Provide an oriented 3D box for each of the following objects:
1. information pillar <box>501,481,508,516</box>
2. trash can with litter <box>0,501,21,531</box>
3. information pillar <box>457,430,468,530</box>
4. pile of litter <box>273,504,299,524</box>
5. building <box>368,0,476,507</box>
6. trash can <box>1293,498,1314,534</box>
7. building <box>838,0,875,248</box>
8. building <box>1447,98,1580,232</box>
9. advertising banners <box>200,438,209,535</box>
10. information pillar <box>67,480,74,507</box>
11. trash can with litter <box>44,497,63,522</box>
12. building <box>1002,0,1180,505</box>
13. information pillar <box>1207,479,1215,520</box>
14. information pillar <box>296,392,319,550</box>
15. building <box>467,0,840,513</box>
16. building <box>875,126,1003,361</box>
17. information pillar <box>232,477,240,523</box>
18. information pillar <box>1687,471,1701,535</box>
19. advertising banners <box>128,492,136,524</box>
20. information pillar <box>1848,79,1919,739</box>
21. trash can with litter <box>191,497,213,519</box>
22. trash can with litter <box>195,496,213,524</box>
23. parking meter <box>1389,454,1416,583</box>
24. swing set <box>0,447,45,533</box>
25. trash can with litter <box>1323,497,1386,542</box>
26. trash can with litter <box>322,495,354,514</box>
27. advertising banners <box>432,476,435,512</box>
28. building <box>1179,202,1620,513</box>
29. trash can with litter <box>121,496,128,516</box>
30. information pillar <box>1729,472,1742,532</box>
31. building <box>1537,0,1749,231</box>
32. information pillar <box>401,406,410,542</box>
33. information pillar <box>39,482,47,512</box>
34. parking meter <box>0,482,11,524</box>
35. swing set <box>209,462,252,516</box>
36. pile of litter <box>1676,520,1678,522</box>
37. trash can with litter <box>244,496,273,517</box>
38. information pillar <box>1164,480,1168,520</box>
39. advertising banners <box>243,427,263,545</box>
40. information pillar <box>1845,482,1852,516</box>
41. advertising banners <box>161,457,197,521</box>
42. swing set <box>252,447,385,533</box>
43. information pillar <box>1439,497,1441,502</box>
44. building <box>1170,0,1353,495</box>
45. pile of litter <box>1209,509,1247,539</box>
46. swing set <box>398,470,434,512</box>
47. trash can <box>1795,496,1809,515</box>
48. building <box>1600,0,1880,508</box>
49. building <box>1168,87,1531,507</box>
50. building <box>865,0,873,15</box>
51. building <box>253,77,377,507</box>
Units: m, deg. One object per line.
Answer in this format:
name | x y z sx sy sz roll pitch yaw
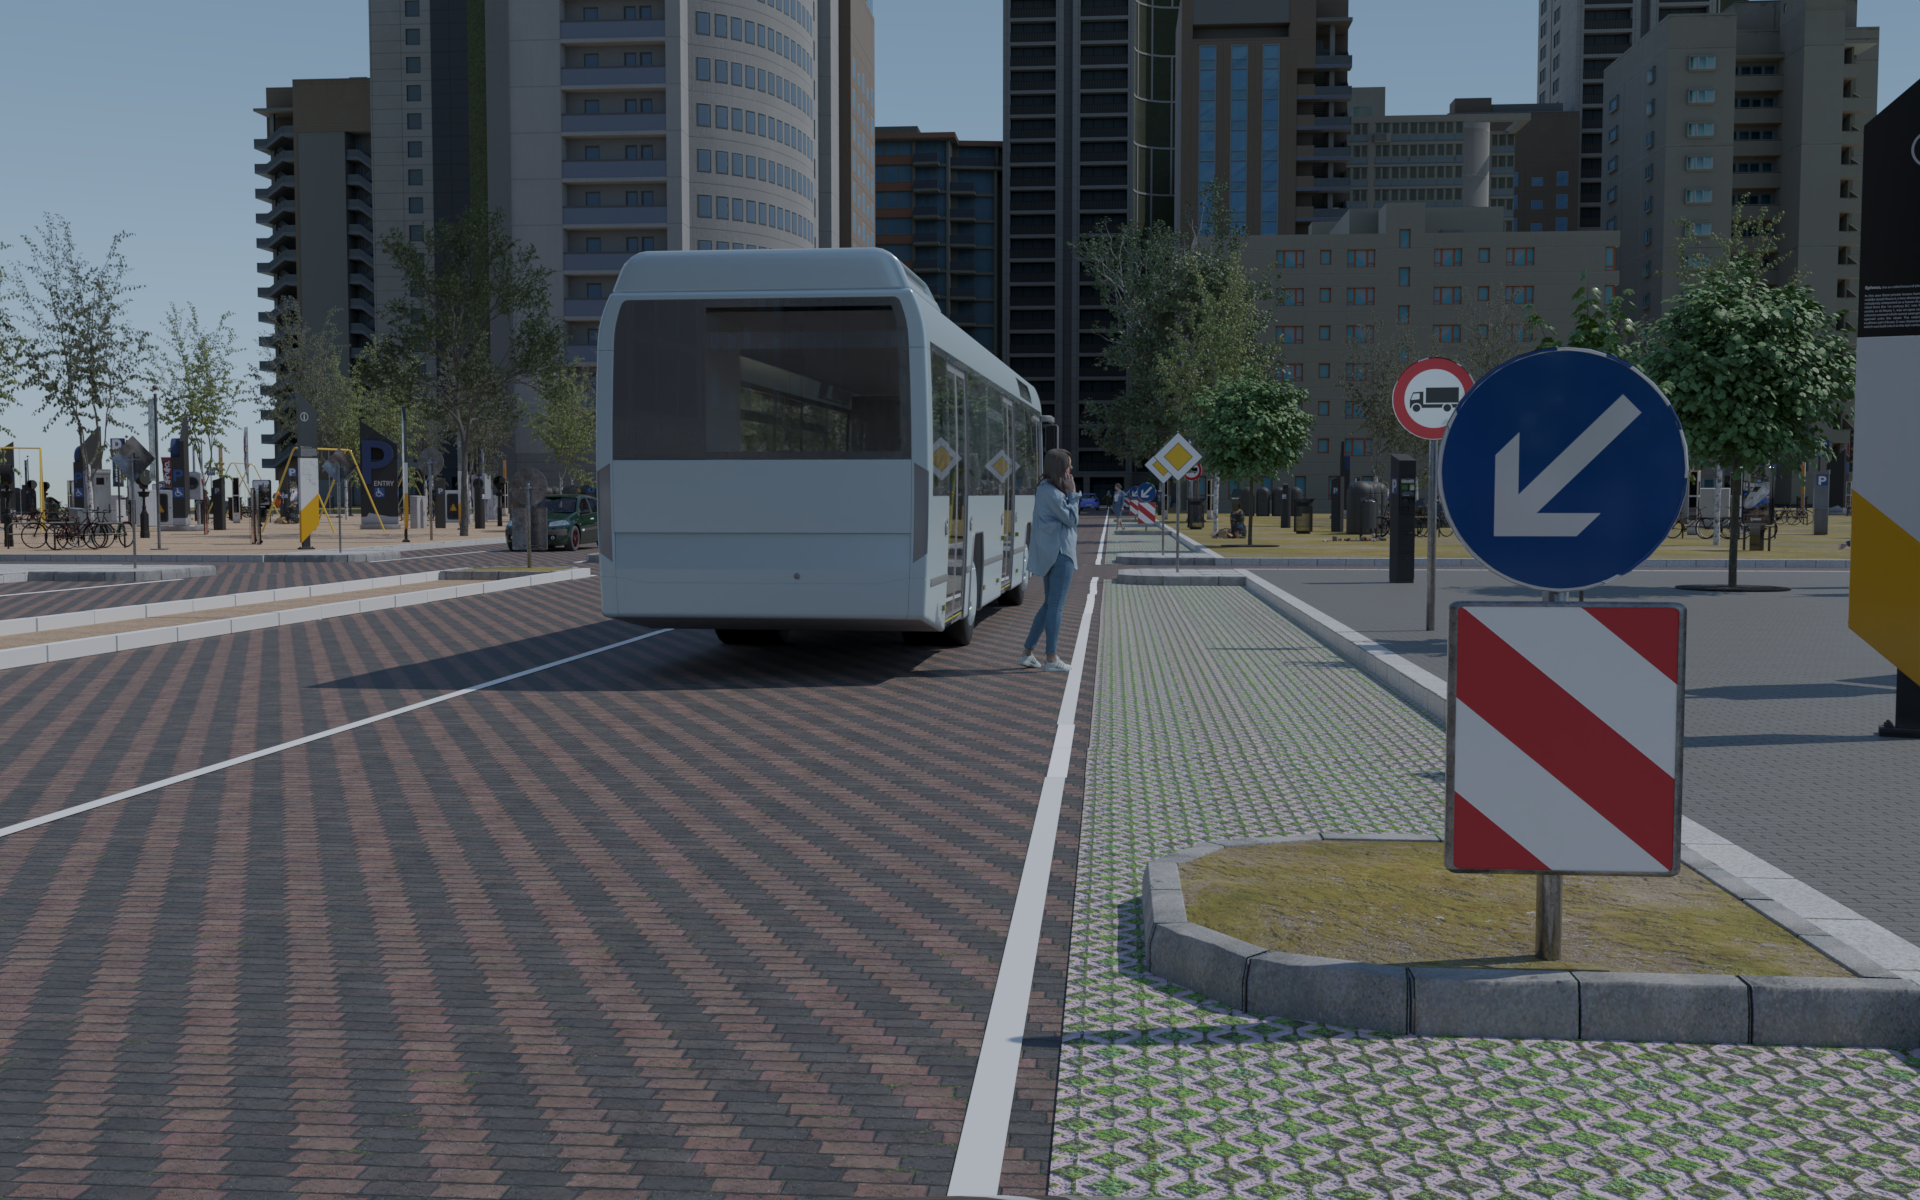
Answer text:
information pillar | -26.588 -5.906 101.063 0.304 2.012 0.304 1 4 15
trash can with litter | -34.311 -3.086 61.516 1.678 1.210 2.233 -2 4 -31
information pillar | -17.787 -4.317 61.934 0.504 3.616 0.183 3 4 39
pile of litter | -28.910 -3.682 74.171 1.176 0.858 1.719 0 4 6
building | -46.664 -45.313 179.119 20.611 71.187 20.563 0 4 5
trash can | 11.069 -2.702 55.833 0.748 1.137 0.748 0 3 0
building | -15.060 -30.461 148.141 14.600 45.320 14.200 0 4 5
building | 61.577 -33.564 198.884 14.200 45.320 14.600 0 4 5
advertising banners | -23.822 -3.572 54.592 0.090 3.025 2.074 -1 4 -19
information pillar | -46.782 -5.302 91.172 0.304 2.012 0.304 -3 5 -42
trash can with litter | -40.328 -4.030 77.283 0.624 1.170 1.055 1 4 19
building | 15.845 -46.913 205.287 20.611 71.187 20.563 0 4 5
information pillar | 12.616 -5.047 87.017 0.304 2.012 0.304 -3 4 -36
information pillar | -15.068 -2.975 40.001 0.183 3.616 0.504 2 4 35
building | -21.445 -35.783 127.048 21.231 58.520 28.212 0 4 5
building | -8.714 -33.921 209.237 28.867 44.769 22.147 0 4 5
information pillar | -31.797 -4.378 76.069 0.304 2.012 0.304 -1 4 -21
information pillar | 23.000 -3.045 54.283 0.304 2.012 0.304 2 4 35
advertising banners | -34.818 -4.711 73.217 0.090 3.025 2.074 -1 4 -9
information pillar | 4.981 -1.085 9.092 0.504 3.616 0.183 2 4 26
trash can with litter | -38.617 -4.716 88.166 1.678 1.210 2.233 0 4 -3
trash can with litter | -31.729 -3.777 73.147 1.055 1.170 0.624 -2 4 -28
parking meter | 6.393 -1.181 25.016 0.255 1.863 0.399 0 4 -8
swing set | -32.127 -3.652 57.333 3.119 2.851 2.862 -2 4 -26
trash can with litter | 10.782 -2.222 47.389 2.233 1.210 1.678 -1 4 -20
trash can with litter | -40.315 -6.162 111.801 2.233 1.210 1.678 0 4 -5
advertising banners | -32.665 -6.872 108.549 2.074 3.025 0.090 3 5 41
building | 30.712 -17.392 129.399 27.650 21.520 28.899 0 4 5
trash can with litter | -48.624 -5.553 101.851 2.233 1.210 1.678 -1 4 -22
information pillar | 25.701 -3.234 57.372 0.304 2.012 0.304 1 4 10
building | 79.199 -46.579 199.816 20.611 71.187 20.563 0 4 5
information pillar | -14.708 -3.337 45.908 0.183 3.616 0.504 -1 4 -22
information pillar | -54.093 -5.976 102.191 0.304 2.012 0.304 -1 4 -15
parking meter | -41.328 -4.236 74.969 0.399 1.863 0.255 0 4 -5
swing set | -35.953 -5.462 86.926 2.862 2.851 3.119 0 4 -4
pile of litter | 32.476 -3.944 78.457 1.176 0.858 1.719 -1 4 -14
trash can with litter | -40.241 -5.411 99.531 2.233 1.210 1.678 -1 4 -22
information pillar | 10.337 -5.071 87.406 0.304 2.012 0.304 0 4 3
advertising banners | -18.197 -2.958 44.550 0.090 3.025 2.074 -2 4 -32
information pillar | 52.611 -5.992 102.468 0.304 2.012 0.304 -3 5 -43
advertising banners | -36.547 -5.219 81.513 2.074 3.025 0.090 0 4 1
swing set | -21.744 -3.751 58.956 2.862 2.851 3.119 1 4 16
information pillar | 23.997 -5.780 85.864 0.504 3.616 0.183 2 4 27
building | 25.914 -30.659 151.388 14.600 45.320 14.200 0 4 5
pile of litter | 7.797 -2.220 50.269 1.176 0.858 1.719 2 4 28
swing set | -35.965 -7.093 113.598 2.862 2.851 3.119 0 4 -6
trash can | 51.320 -5.745 105.581 0.748 1.137 0.748 0 3 0
building | 76.042 -33.332 168.674 21.600 48.544 21.300 0 4 5
building | 36.684 -29.249 170.101 32.217 40.220 23.993 0 4 5
building | -21.131 -52.706 174.415 31.000 86.520 22.319 0 4 5
building | -64.446 -32.655 184.027 14.200 45.320 14.600 0 4 5
